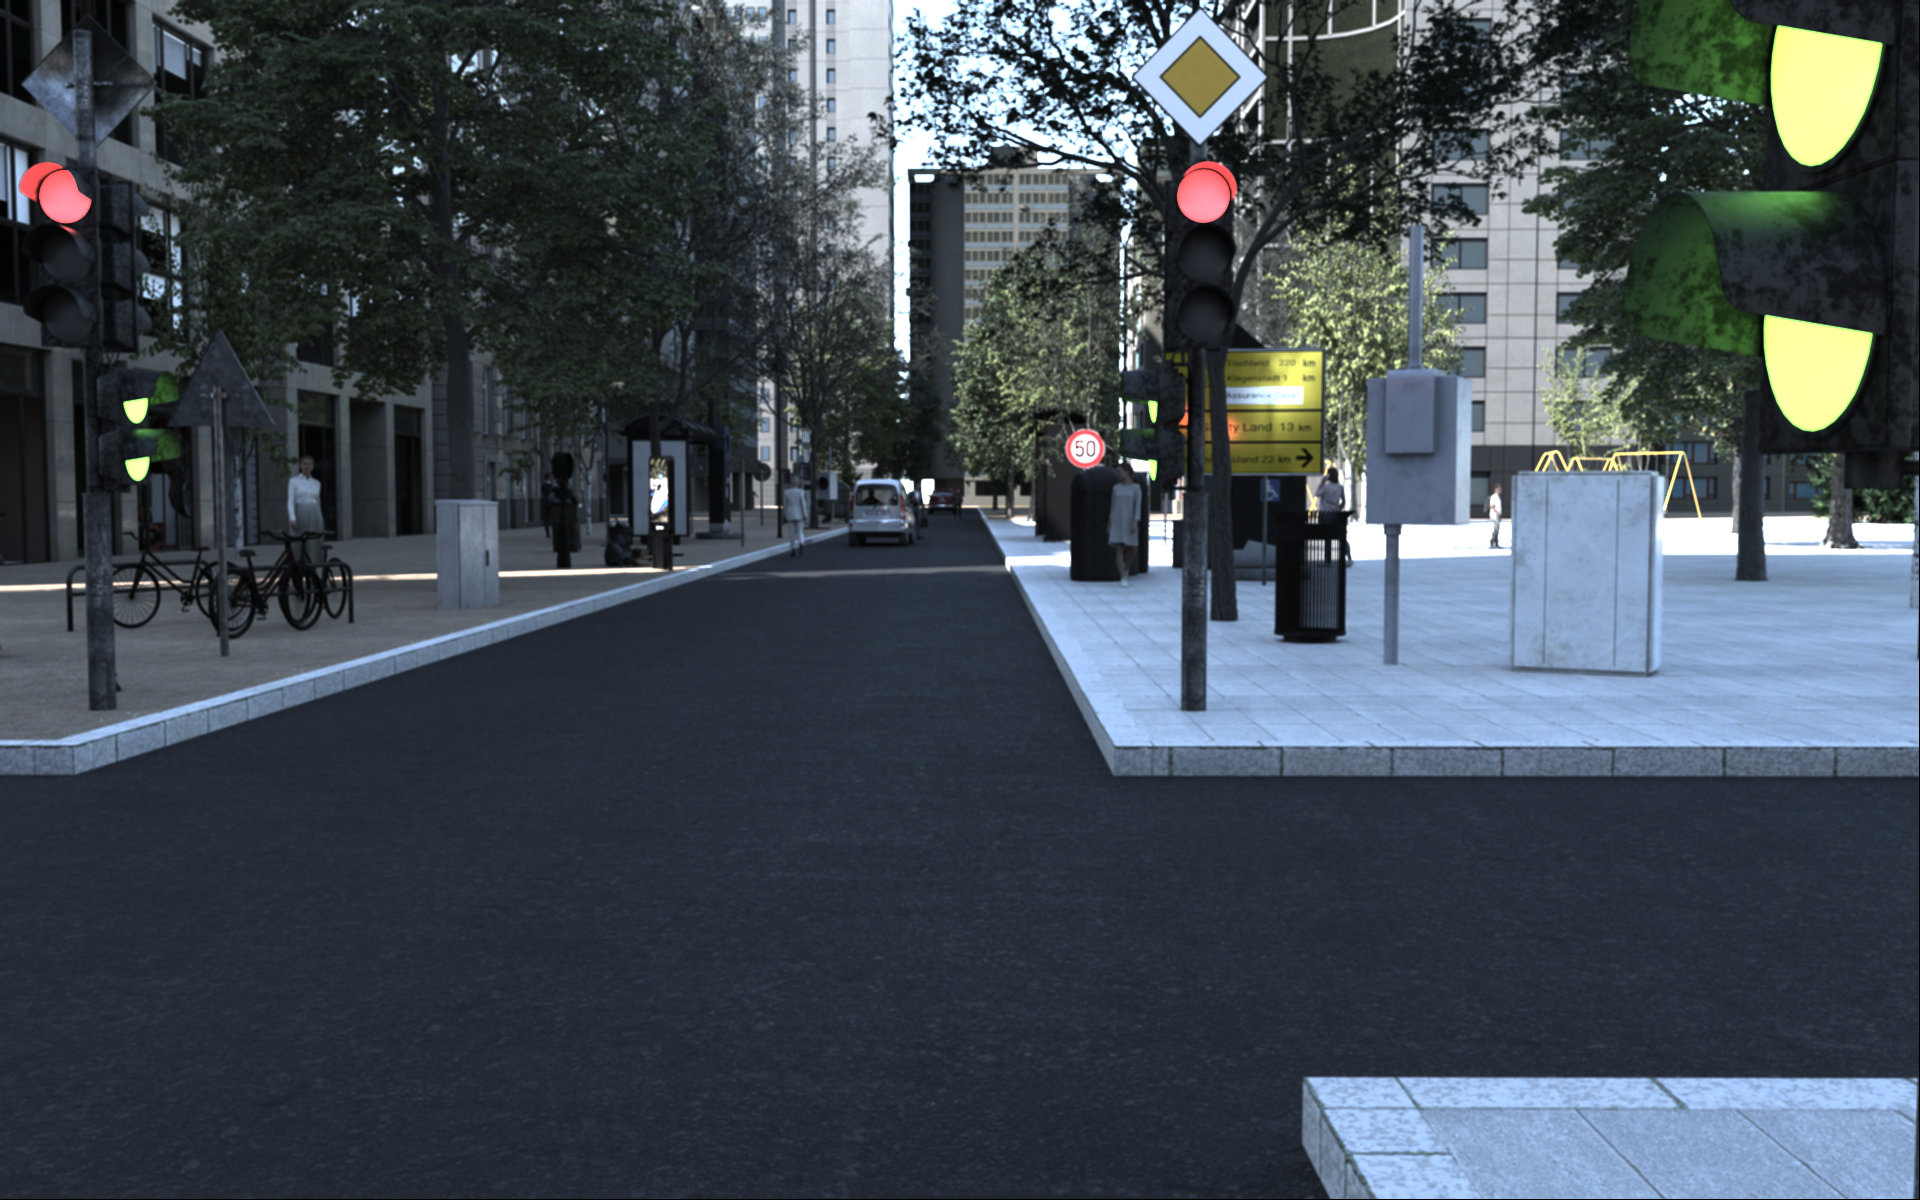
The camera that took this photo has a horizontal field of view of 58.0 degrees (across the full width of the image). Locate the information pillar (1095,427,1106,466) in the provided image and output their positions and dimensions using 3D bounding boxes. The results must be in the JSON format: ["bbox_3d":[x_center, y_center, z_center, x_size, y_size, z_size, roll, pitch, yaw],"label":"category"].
[{"bbox_3d":[4.978,-4.268,61.131,0.183,3.616,0.504,-3,5,-39],"label":"information pillar"}]

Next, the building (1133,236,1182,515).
[{"bbox_3d":[27.409,-16.941,122.030,27.650,21.520,28.899,0,4,0],"label":"building"}]

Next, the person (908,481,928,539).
[{"bbox_3d":[-1.438,-2.864,55.299,0.622,1.834,0.822,-3,4,-38],"label":"person"}]

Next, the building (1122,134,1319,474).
[{"bbox_3d":[21.324,-22.725,143.253,14.160,30.474,14.107,0,4,0],"label":"building"}]

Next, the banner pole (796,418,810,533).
[{"bbox_3d":[-5.213,-4.123,57.421,0.401,3.779,0.863,2,4,35],"label":"banner pole"}]

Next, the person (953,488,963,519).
[{"bbox_3d":[-0.104,-5.621,100.930,0.617,1.759,0.750,0,4,-6],"label":"person"}]

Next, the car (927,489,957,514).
[{"bbox_3d":[-1.228,-7.080,124.438,2.281,1.827,5.304,0,3,0],"label":"car"}]

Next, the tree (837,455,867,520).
[{"bbox_3d":[-5.526,-5.509,84.679,1.663,3.219,1.824,0,3,0],"label":"tree"}]

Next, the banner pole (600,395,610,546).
[{"bbox_3d":[-8.648,-3.195,42.261,0.401,3.779,0.863,0,4,-1],"label":"banner pole"}]

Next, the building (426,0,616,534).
[{"bbox_3d":[-21.886,-16.509,67.178,12.463,27.353,25.104,0,4,0],"label":"building"}]

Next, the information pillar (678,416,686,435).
[{"bbox_3d":[-8.332,-3.715,52.089,0.183,3.616,0.504,-2,4,-30],"label":"information pillar"}]

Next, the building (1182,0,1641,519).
[{"bbox_3d":[23.997,-40.212,95.722,20.563,71.187,20.611,0,4,0],"label":"building"}]

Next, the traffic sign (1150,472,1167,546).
[{"bbox_3d":[5.086,-2.619,42.831,0.884,2.594,0.081,0,4,4],"label":"traffic sign"}]

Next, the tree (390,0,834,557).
[{"bbox_3d":[-6.181,-7.654,35.513,12.009,13.543,11.850,0,3,0],"label":"tree"}]

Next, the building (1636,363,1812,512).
[{"bbox_3d":[64.386,-17.820,136.401,28.899,21.520,27.650,0,4,0],"label":"building"}]

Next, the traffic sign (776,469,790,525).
[{"bbox_3d":[-7.235,-4.197,70.746,0.606,2.300,0.079,0,4,6],"label":"traffic sign"}]

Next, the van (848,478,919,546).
[{"bbox_3d":[-2.200,-2.575,49.114,2.013,2.044,4.112,0,4,2],"label":"van"}]

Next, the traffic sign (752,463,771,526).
[{"bbox_3d":[-8.042,-4.290,70.244,0.768,2.556,0.104,0,4,5],"label":"traffic sign"}]

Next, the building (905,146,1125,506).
[{"bbox_3d":[6.024,-30.832,195.982,23.993,40.220,32.217,0,4,0],"label":"building"}]

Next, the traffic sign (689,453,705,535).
[{"bbox_3d":[-8.482,-3.349,54.759,0.884,2.594,0.081,0,4,7],"label":"traffic sign"}]

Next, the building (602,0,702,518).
[{"bbox_3d":[-30.352,-31.161,98.717,28.713,52.752,27.495,0,4,0],"label":"building"}]

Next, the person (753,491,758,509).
[{"bbox_3d":[-18.410,-8.996,153.271,1.348,1.807,0.705,-3,5,-41],"label":"person"}]

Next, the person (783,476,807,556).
[{"bbox_3d":[-3.784,-1.923,39.824,0.514,1.842,0.818,-1,4,-13],"label":"person"}]

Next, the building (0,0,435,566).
[{"bbox_3d":[-26.491,-14.259,37.658,19.350,26.468,34.151,0,4,0],"label":"building"}]

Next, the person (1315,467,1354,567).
[{"bbox_3d":[6.594,-1.451,30.353,0.593,1.750,0.643,-2,4,-26],"label":"person"}]

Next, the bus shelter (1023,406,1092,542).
[{"bbox_3d":[2.750,-3.535,49.085,1.731,3.624,6.357,0,4,0],"label":"bus shelter"}]

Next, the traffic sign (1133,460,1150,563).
[{"bbox_3d":[3.516,-1.849,32.365,0.606,2.300,0.079,0,4,2],"label":"traffic sign"}]

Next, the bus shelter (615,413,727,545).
[{"bbox_3d":[-7.574,-3.184,45.983,2.014,3.302,5.546,0,4,0],"label":"bus shelter"}]

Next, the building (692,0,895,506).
[{"bbox_3d":[-21.304,-39.618,189.752,28.212,58.520,21.231,0,4,0],"label":"building"}]

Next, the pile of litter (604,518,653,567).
[{"bbox_3d":[-5.870,-1.055,31.216,1.176,0.858,1.719,1,4,8],"label":"pile of litter"}]

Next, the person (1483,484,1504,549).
[{"bbox_3d":[12.476,-1.937,40.315,0.523,1.515,0.503,0,4,-4],"label":"person"}]

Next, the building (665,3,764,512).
[{"bbox_3d":[-28.025,-27.015,133.571,23.993,40.220,32.217,0,4,0],"label":"building"}]

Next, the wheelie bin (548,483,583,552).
[{"bbox_3d":[-8.720,-1.856,38.260,0.693,1.594,0.980,0,4,-4],"label":"wheelie bin"}]

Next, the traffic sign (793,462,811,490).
[{"bbox_3d":[-5.077,-3.276,55.688,0.606,2.300,0.079,1,4,9],"label":"traffic sign"}]

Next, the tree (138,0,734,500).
[{"bbox_3d":[-7.076,-6.409,22.914,7.486,12.596,7.792,0,3,0],"label":"tree"}]

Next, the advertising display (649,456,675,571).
[{"bbox_3d":[-5.053,-1.477,29.366,0.123,1.923,0.974,-2,4,-29],"label":"advertising display"}]

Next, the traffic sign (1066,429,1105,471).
[{"bbox_3d":[2.452,-2.071,33.974,0.768,2.556,0.104,0,4,3],"label":"traffic sign"}]

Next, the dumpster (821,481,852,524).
[{"bbox_3d":[-5.413,-4.287,75.858,1.264,1.857,1.865,0,3,0],"label":"dumpster"}]

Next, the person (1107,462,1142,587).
[{"bbox_3d":[2.278,-1.060,24.129,0.466,1.731,0.760,0,4,-4],"label":"person"}]

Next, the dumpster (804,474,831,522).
[{"bbox_3d":[-6.561,-4.763,80.371,1.502,2.255,1.985,0,4,0],"label":"dumpster"}]

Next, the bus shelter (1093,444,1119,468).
[{"bbox_3d":[5.017,-4.559,68.463,2.014,3.302,5.546,0,4,0],"label":"bus shelter"}]

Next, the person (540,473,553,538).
[{"bbox_3d":[-12.015,-2.787,50.974,0.648,1.900,0.474,1,4,23],"label":"person"}]

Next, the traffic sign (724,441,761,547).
[{"bbox_3d":[-5.296,-2.579,42.174,0.884,2.594,0.081,0,4,1],"label":"traffic sign"}]

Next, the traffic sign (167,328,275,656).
[{"bbox_3d":[-5.817,-0.833,13.627,0.884,2.594,0.081,0,4,6],"label":"traffic sign"}]

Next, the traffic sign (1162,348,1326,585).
[{"bbox_3d":[3.959,-1.860,24.292,2.265,3.308,0.079,0,4,7],"label":"traffic sign"}]

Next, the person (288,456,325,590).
[{"bbox_3d":[-8.838,-1.046,23.366,0.478,1.798,0.641,-2,4,-30],"label":"person"}]
